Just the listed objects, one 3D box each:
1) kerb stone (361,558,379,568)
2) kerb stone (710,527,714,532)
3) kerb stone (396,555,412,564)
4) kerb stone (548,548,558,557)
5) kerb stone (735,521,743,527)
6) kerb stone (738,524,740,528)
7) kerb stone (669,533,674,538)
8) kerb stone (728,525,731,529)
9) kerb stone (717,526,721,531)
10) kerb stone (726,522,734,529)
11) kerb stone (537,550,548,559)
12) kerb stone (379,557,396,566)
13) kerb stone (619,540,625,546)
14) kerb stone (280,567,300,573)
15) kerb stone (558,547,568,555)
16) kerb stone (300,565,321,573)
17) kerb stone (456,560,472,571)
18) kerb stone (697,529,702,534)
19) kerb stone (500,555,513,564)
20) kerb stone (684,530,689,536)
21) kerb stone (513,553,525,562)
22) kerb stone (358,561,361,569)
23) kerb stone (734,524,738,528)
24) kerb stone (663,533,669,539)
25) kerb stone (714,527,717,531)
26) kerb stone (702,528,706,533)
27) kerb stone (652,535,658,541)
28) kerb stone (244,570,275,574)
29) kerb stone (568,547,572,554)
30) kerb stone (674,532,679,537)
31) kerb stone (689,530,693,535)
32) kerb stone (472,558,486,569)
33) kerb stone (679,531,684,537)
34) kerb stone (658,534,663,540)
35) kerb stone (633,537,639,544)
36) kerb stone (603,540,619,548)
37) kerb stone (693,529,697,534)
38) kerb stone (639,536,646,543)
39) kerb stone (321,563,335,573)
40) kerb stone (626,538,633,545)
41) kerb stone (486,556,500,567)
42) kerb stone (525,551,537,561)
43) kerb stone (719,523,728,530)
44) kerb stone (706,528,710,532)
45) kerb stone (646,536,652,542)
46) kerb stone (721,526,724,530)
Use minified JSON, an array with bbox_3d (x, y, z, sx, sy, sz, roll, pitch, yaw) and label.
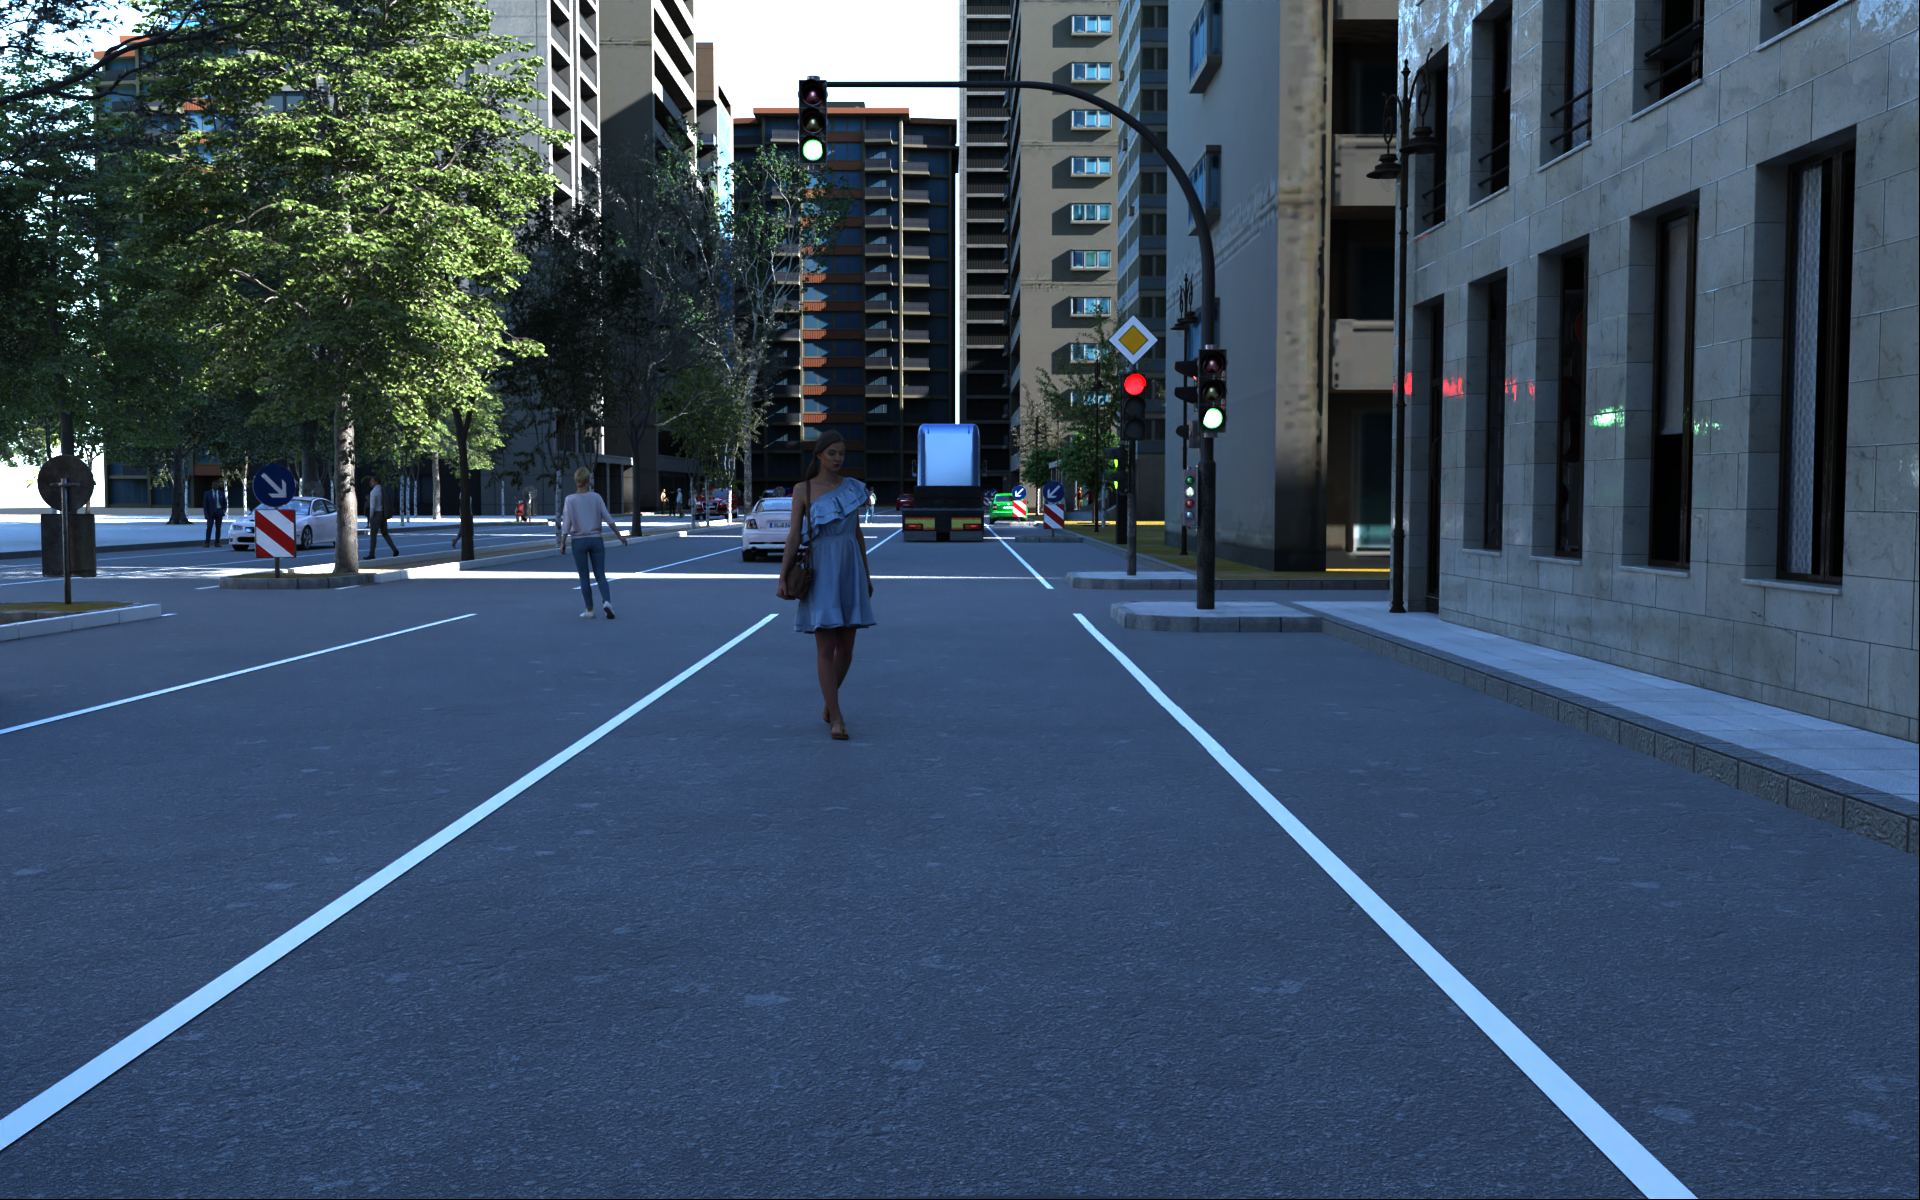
[{"bbox_3d":[-11.514,-0.685,33.499,0.120,0.150,1.000,0,4,0],"label":"kerb stone"},{"bbox_3d":[-9.517,-2.636,65.301,0.120,0.150,1.000,0,4,0],"label":"kerb stone"},{"bbox_3d":[-11.517,-0.816,35.544,0.120,0.150,1.000,0,4,0],"label":"kerb stone"},{"bbox_3d":[-9.437,-1.069,39.666,0.120,0.150,1.000,0,4,0],"label":"kerb stone"},{"bbox_3d":[-9.554,-3.201,74.535,0.120,0.150,1.000,0,4,0],"label":"kerb stone"},{"bbox_3d":[-9.548,-3.139,73.510,0.120,0.150,1.000,0,4,0],"label":"kerb stone"},{"bbox_3d":[-9.485,-2.069,56.062,0.120,0.150,1.000,0,4,0],"label":"kerb stone"},{"bbox_3d":[-9.536,-2.951,70.436,0.120,0.150,1.000,0,4,0],"label":"kerb stone"},{"bbox_3d":[-9.523,-2.762,67.353,0.120,0.150,1.000,0,4,0],"label":"kerb stone"},{"bbox_3d":[-9.540,-3.013,71.458,0.120,0.150,1.000,0,4,0],"label":"kerb stone"},{"bbox_3d":[-9.425,-1.006,38.643,0.120,0.150,1.000,0,4,0],"label":"kerb stone"},{"bbox_3d":[-11.516,-0.754,34.522,0.120,0.150,1.000,0,4,0],"label":"kerb stone"},{"bbox_3d":[-9.467,-1.567,47.856,0.120,0.150,1.000,0,4,0],"label":"kerb stone"},{"bbox_3d":[-11.497,-0.440,29.390,0.120,0.150,1.000,0,4,0],"label":"kerb stone"},{"bbox_3d":[-9.430,-1.131,40.688,0.120,0.150,1.000,0,4,0],"label":"kerb stone"},{"bbox_3d":[-11.502,-0.502,30.413,0.120,0.150,1.000,0,4,0],"label":"kerb stone"},{"bbox_3d":[-9.410,-0.630,32.496,0.120,0.150,1.000,0,4,0],"label":"kerb stone"},{"bbox_3d":[-9.509,-2.448,62.222,0.120,0.150,1.000,0,4,0],"label":"kerb stone"},{"bbox_3d":[-9.412,-0.818,35.567,0.120,0.150,1.000,0,4,0],"label":"kerb stone"},{"bbox_3d":[-9.492,-2.260,59.140,0.120,0.150,1.000,0,4,0],"label":"kerb stone"},{"bbox_3d":[-9.421,-0.881,36.596,0.120,0.150,1.000,0,4,0],"label":"kerb stone"},{"bbox_3d":[-11.503,-0.628,32.467,0.120,0.150,1.000,0,4,0],"label":"kerb stone"},{"bbox_3d":[-9.539,-3.076,72.481,0.120,0.150,1.000,0,4,0],"label":"kerb stone"},{"bbox_3d":[-9.481,-2.006,55.037,0.120,0.150,1.000,0,4,0],"label":"kerb stone"},{"bbox_3d":[-9.527,-2.699,66.331,0.120,0.150,1.000,0,4,0],"label":"kerb stone"},{"bbox_3d":[-9.511,-2.511,63.251,0.120,0.150,1.000,0,4,0],"label":"kerb stone"},{"bbox_3d":[-9.468,-1.879,52.986,0.120,0.150,1.000,0,4,0],"label":"kerb stone"},{"bbox_3d":[-11.495,-0.377,28.366,0.120,0.150,1.000,0,4,0],"label":"kerb stone"},{"bbox_3d":[-9.439,-1.190,41.710,0.120,0.150,1.000,0,4,0],"label":"kerb stone"},{"bbox_3d":[-9.497,-2.133,57.084,0.120,0.150,1.000,0,4,0],"label":"kerb stone"},{"bbox_3d":[-9.508,-2.320,60.163,0.120,0.150,1.000,0,4,0],"label":"kerb stone"},{"bbox_3d":[-9.417,-0.693,33.518,0.120,0.150,1.000,0,4,0],"label":"kerb stone"},{"bbox_3d":[-9.491,-2.197,58.118,0.120,0.150,1.000,0,4,0],"label":"kerb stone"},{"bbox_3d":[-9.480,-1.944,54.015,0.120,0.150,1.000,0,4,0],"label":"kerb stone"},{"bbox_3d":[-9.468,-1.695,49.915,0.120,0.150,1.000,0,4,0],"label":"kerb stone"},{"bbox_3d":[-9.459,-1.504,46.833,0.120,0.150,1.000,0,4,0],"label":"kerb stone"},{"bbox_3d":[-9.511,-2.385,61.185,0.120,0.150,1.000,0,4,0],"label":"kerb stone"},{"bbox_3d":[-9.472,-1.758,50.938,0.120,0.150,1.000,0,4,0],"label":"kerb stone"},{"bbox_3d":[-11.508,-0.566,31.445,0.120,0.150,1.000,0,4,0],"label":"kerb stone"},{"bbox_3d":[-9.465,-1.632,48.881,0.120,0.150,1.000,0,4,0],"label":"kerb stone"},{"bbox_3d":[-9.409,-0.755,34.541,0.120,0.150,1.000,0,4,0],"label":"kerb stone"},{"bbox_3d":[-9.426,-0.943,37.621,0.120,0.150,1.000,0,4,0],"label":"kerb stone"},{"bbox_3d":[-9.538,-2.888,69.408,0.120,0.150,1.000,0,4,0],"label":"kerb stone"},{"bbox_3d":[-9.520,-2.573,64.279,0.120,0.150,1.000,0,4,0],"label":"kerb stone"},{"bbox_3d":[-9.475,-1.821,51.963,0.120,0.150,1.000,0,4,0],"label":"kerb stone"},{"bbox_3d":[-9.526,-2.825,68.386,0.120,0.150,1.000,0,4,0],"label":"kerb stone"}]
